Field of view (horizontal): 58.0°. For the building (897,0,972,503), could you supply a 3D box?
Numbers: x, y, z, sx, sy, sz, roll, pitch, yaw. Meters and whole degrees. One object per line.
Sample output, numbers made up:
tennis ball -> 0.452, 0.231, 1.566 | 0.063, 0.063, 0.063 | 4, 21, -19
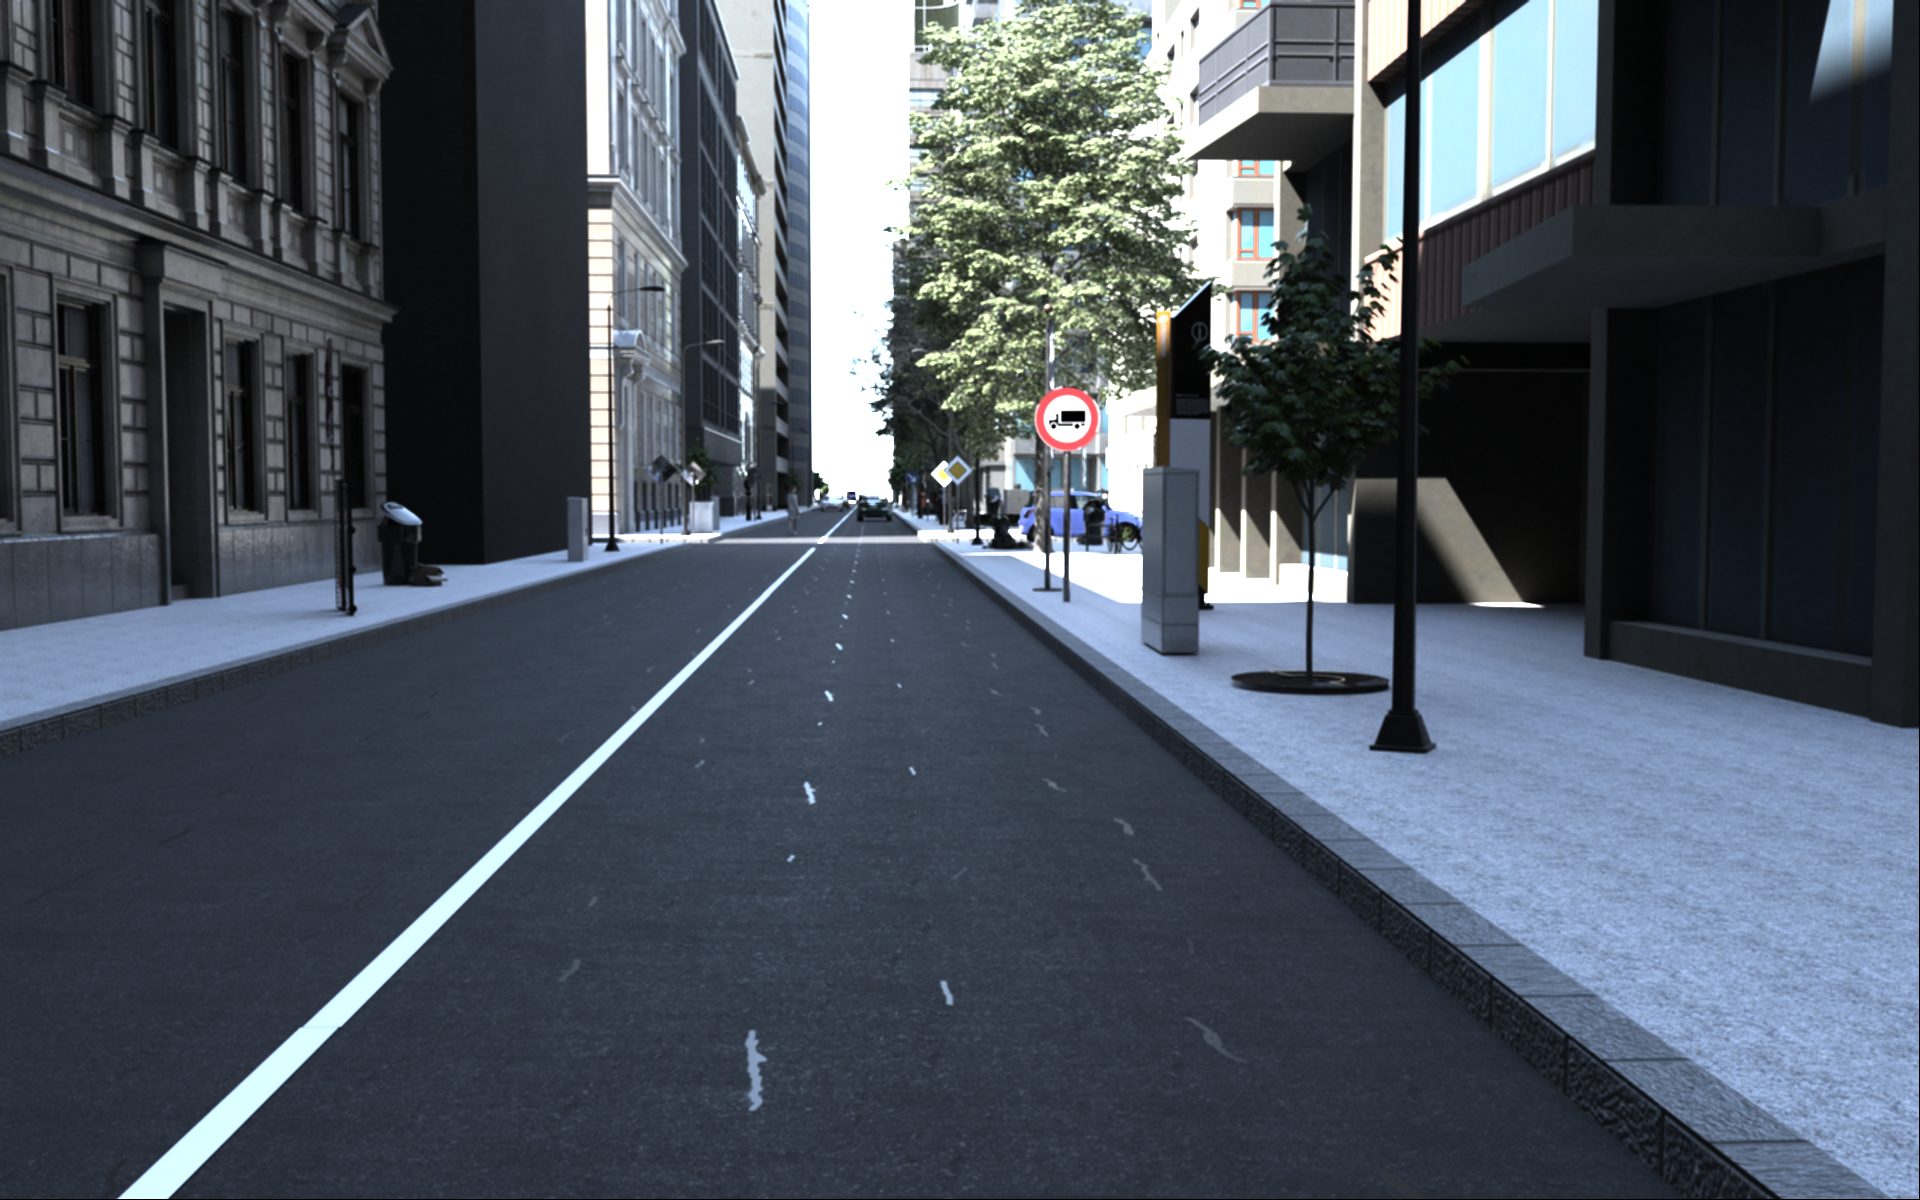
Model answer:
building -> 1.299, -49.453, 246.807 | 20.563, 71.187, 20.611 | 0, 4, -3

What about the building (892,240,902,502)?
building -> -3.907, -36.443, 279.441 | 14.154, 41.232, 14.086 | 0, 4, -3

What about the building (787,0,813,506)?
building -> -26.824, -39.341, 185.218 | 21.231, 58.520, 28.212 | 0, 4, -3

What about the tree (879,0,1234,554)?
tree -> 2.000, -7.259, 36.805 | 7.486, 12.596, 7.792 | 0, 3, 0

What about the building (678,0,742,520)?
building -> -18.618, -17.757, 83.829 | 14.314, 27.812, 24.014 | 0, 4, -3

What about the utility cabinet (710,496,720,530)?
utility cabinet -> -8.730, -3.092, 61.716 | 0.306, 1.237, 1.020 | -1, 4, -11

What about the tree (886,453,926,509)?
tree -> -3.951, -8.954, 130.119 | 4.285, 4.588, 4.351 | 0, 3, 0

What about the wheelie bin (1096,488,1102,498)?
wheelie bin -> 7.362, -4.995, 89.574 | 0.693, 1.594, 0.980 | 0, 4, 0

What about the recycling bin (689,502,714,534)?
recycling bin -> -8.338, -2.649, 55.860 | 0.722, 1.027, 0.722 | 0, 4, -4

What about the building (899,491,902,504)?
building -> 8.176, -32.657, 225.819 | 32.217, 40.220, 23.993 | 0, 4, -3

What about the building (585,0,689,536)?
building -> -17.256, -16.875, 61.817 | 13.634, 28.700, 20.117 | 0, 4, -3

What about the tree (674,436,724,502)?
tree -> -8.682, -3.878, 58.001 | 1.663, 3.219, 1.824 | 0, 3, 0

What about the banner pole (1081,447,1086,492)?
banner pole -> 5.804, -5.598, 81.549 | 0.401, 3.779, 0.863 | 1, 4, 22

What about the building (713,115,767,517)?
building -> -19.083, -19.093, 109.435 | 12.463, 27.353, 25.104 | 0, 4, -3

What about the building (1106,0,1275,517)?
building -> 21.951, -13.576, 67.001 | 28.899, 21.520, 27.650 | 0, 4, -3

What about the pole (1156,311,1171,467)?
pole -> 2.279, -1.565, 19.428 | 0.158, 3.312, 0.155 | 0, 3, 0

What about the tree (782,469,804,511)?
tree -> -12.679, -8.391, 131.789 | 1.663, 3.219, 1.824 | 0, 3, 0

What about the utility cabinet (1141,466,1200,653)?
utility cabinet -> 1.737, -0.343, 14.287 | 0.318, 1.500, 1.173 | 0, 4, -2

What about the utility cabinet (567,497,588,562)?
utility cabinet -> -7.332, -1.352, 33.275 | 0.306, 1.237, 1.020 | 0, 4, -6

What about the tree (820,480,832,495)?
tree -> -18.033, -14.597, 233.263 | 1.663, 3.219, 1.824 | 0, 3, 0

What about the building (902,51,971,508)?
building -> 2.032, -29.400, 164.292 | 14.154, 41.232, 14.086 | 0, 4, -3

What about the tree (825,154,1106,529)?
tree -> 0.231, -9.343, 63.121 | 12.009, 13.543, 11.850 | 0, 3, 0

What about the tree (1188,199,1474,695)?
tree -> 2.261, -1.039, 11.591 | 1.663, 3.219, 1.824 | 0, 3, 0

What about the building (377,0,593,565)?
building -> -16.835, -12.643, 36.388 | 15.834, 23.373, 12.332 | 0, 4, -3

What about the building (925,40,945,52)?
building -> 5.967, -34.673, 186.517 | 23.786, 49.044, 30.456 | 0, 4, -3

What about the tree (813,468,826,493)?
tree -> -17.412, -13.464, 203.855 | 4.285, 4.588, 4.351 | 0, 3, 0

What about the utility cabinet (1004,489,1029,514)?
utility cabinet -> 2.577, -4.302, 79.014 | 1.173, 1.500, 0.318 | -2, 4, -29

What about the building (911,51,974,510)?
building -> 12.112, -27.740, 145.424 | 32.217, 40.220, 23.993 | 0, 4, -3

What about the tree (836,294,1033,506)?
tree -> -0.857, -8.609, 75.161 | 8.767, 10.594, 7.601 | -1, 4, -19

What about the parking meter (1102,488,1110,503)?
parking meter -> 6.477, -4.191, 76.935 | 0.372, 1.533, 0.369 | 0, 3, 0

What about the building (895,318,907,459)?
building -> -2.915, -30.188, 265.267 | 14.160, 30.474, 14.107 | 0, 4, -3

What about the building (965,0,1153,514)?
building -> 11.853, -30.139, 112.374 | 23.786, 49.044, 30.456 | 0, 4, -3

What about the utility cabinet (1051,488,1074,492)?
utility cabinet -> 3.786, -3.535, 66.482 | 1.173, 1.500, 0.318 | 0, 4, 4

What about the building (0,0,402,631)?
building -> -13.899, -9.496, 19.885 | 10.561, 19.102, 19.286 | 0, 4, -3

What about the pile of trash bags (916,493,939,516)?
pile of trash bags -> -1.841, -5.819, 104.899 | 1.912, 1.369, 3.447 | 1, 4, 17

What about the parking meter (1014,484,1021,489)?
parking meter -> 3.162, -5.500, 95.641 | 0.255, 1.863, 0.399 | 2, 4, 32

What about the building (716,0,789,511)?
building -> -24.753, -31.364, 136.502 | 21.300, 48.544, 21.600 | 0, 4, -3

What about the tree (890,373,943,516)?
tree -> -2.605, -9.255, 101.674 | 4.737, 8.622, 4.395 | 0, 3, 0

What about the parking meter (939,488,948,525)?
parking meter -> -0.671, -3.910, 72.346 | 0.372, 1.533, 0.369 | 0, 3, 0

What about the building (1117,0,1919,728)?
building -> 14.332, -22.158, 16.916 | 22.147, 44.769, 28.867 | 0, 4, -3

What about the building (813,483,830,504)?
building -> -36.662, -35.356, 269.950 | 32.217, 40.220, 23.993 | 0, 4, -3

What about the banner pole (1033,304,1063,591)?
banner pole -> 1.181, -1.997, 22.675 | 0.401, 3.779, 0.863 | 0, 4, -4

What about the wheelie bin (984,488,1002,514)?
wheelie bin -> 1.715, -5.096, 91.229 | 0.980, 1.594, 0.693 | -2, 4, -24

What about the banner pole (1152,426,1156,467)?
banner pole -> 7.115, -4.488, 63.396 | 0.401, 3.779, 0.863 | 1, 4, 18
